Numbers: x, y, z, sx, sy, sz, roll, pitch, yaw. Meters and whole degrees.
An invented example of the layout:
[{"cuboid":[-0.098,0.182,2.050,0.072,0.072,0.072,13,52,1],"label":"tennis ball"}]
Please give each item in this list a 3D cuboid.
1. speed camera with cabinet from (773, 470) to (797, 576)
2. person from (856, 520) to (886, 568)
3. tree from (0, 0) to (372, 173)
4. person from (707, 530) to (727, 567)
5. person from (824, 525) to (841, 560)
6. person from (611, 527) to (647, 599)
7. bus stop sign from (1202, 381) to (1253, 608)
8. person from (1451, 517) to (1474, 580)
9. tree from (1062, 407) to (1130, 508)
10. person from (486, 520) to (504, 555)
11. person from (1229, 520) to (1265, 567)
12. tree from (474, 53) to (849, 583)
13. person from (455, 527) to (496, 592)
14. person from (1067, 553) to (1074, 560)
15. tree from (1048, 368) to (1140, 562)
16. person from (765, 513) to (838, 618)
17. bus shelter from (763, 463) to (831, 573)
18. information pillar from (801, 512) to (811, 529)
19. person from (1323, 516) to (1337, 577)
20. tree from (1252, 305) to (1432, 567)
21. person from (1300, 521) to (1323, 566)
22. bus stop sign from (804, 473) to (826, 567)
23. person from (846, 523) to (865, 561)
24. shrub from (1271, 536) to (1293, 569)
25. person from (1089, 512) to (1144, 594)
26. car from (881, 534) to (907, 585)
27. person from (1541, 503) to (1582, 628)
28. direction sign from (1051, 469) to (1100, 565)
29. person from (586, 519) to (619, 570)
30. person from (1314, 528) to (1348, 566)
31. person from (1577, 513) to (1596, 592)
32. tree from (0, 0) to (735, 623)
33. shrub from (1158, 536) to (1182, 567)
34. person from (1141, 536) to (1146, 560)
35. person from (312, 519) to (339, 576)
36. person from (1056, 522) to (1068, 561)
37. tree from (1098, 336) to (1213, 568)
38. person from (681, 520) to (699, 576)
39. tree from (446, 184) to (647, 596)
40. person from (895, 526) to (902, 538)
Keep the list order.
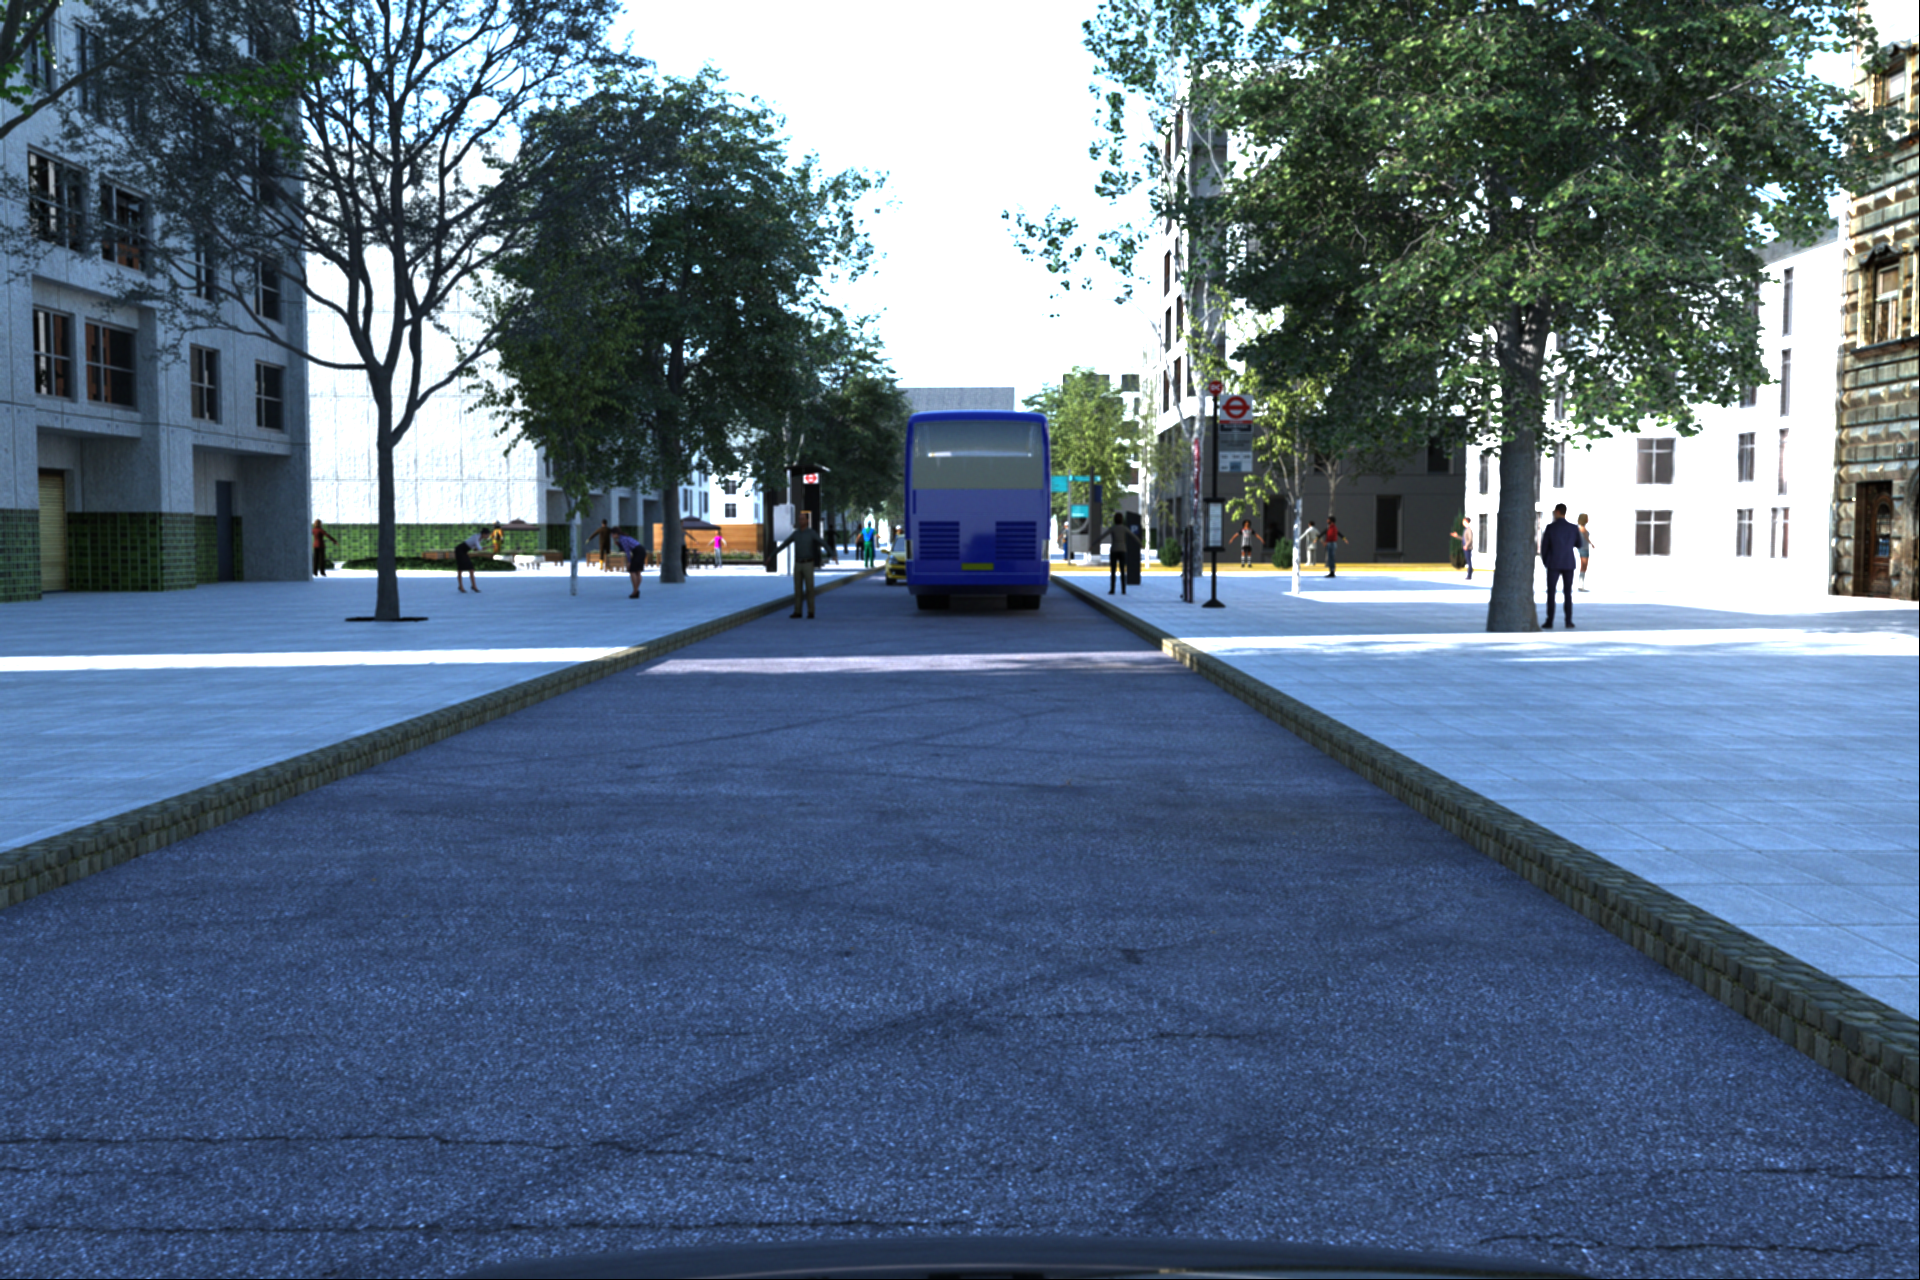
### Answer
[{"cuboid":[-5.459,-3.667,54.285,0.660,3.252,2.038,0,4,1],"label":"speed camera with cabinet"},{"cuboid":[-3.399,-3.624,65.386,1.347,1.817,0.704,2,4,29],"label":"person"},{"cuboid":[-8.455,-5.380,13.713,9.928,11.665,9.643,0,3,0],"label":"tree"},{"cuboid":[-9.372,-3.522,66.854,0.991,1.433,0.599,2,4,33],"label":"person"},{"cuboid":[-6.304,-4.734,84.114,1.216,1.740,0.721,-2,4,-28],"label":"person"},{"cuboid":[-6.591,-1.542,34.482,0.697,1.427,0.421,0,4,-7],"label":"person"},{"cuboid":[4.665,-2.539,30.220,0.855,3.939,0.416,0,4,1],"label":"bus stop sign"},{"cuboid":[13.953,-2.543,48.154,0.750,1.759,0.617,2,4,29],"label":"person"},{"cuboid":[7.888,-9.165,100.209,4.360,8.622,3.978,0,3,0],"label":"tree"},{"cuboid":[-19.022,-3.995,71.090,0.705,1.858,1.354,-3,5,-43],"label":"person"},{"cuboid":[11.095,-3.723,67.013,1.345,1.843,0.704,0,4,2],"label":"person"},{"cuboid":[-7.711,-8.482,45.335,9.857,13.997,8.962,0,3,0],"label":"tree"},{"cuboid":[-10.685,-1.766,38.112,0.799,1.438,0.628,-2,4,-34],"label":"person"},{"cuboid":[5.556,-4.936,86.897,0.705,1.806,1.347,-2,4,-24],"label":"person"},{"cuboid":[5.812,-7.698,76.222,4.737,8.622,4.395,0,3,0],"label":"tree"},{"cuboid":[-2.674,-1.273,29.547,1.348,1.796,0.705,1,4,18],"label":"person"},{"cuboid":[-5.641,-4.228,60.416,1.731,3.624,6.357,0,4,1],"label":"bus shelter"},{"cuboid":[-5.010,-3.183,56.536,0.304,2.012,0.304,0,4,1],"label":"information pillar"},{"cuboid":[10.989,-2.768,51.373,0.704,1.816,1.345,1,4,21],"label":"person"},{"cuboid":[14.704,-8.120,67.174,7.601,10.594,8.767,0,4,-5],"label":"tree"},{"cuboid":[14.326,-3.945,70.689,1.347,1.806,0.705,-2,4,-27],"label":"person"},{"cuboid":[-5.709,-4.852,68.037,0.855,3.939,0.416,0,4,2],"label":"bus stop sign"},{"cuboid":[-4.850,-4.759,83.942,1.348,1.813,0.705,-1,4,-13],"label":"person"},{"cuboid":[11.851,-3.191,63.296,1.383,1.207,1.383,0,3,0],"label":"shrub"},{"cuboid":[3.364,-1.853,37.063,1.215,1.744,0.721,-1,4,-9],"label":"person"},{"cuboid":[-1.239,-2.417,49.750,2.015,1.641,3.980,0,3,0],"label":"car"},{"cuboid":[8.205,-1.020,23.646,0.541,1.710,0.530,1,4,15],"label":"person"},{"cuboid":[4.493,-4.994,70.412,2.525,3.948,1.411,0,4,-1],"label":"direction sign"},{"cuboid":[-12.738,-3.425,62.134,1.346,1.812,0.704,-1,4,-9],"label":"person"},{"cuboid":[14.767,-3.858,69.014,1.347,1.837,0.705,0,4,6],"label":"person"},{"cuboid":[13.936,-1.949,38.471,0.721,1.753,1.214,1,4,8],"label":"person"},{"cuboid":[-8.427,-7.032,25.348,12.009,13.543,11.850,0,3,0],"label":"tree"},{"cuboid":[8.178,-3.440,67.356,1.383,1.207,1.383,0,3,0],"label":"shrub"},{"cuboid":[8.705,-4.832,84.778,0.705,1.856,1.354,-2,4,-28],"label":"person"},{"cuboid":[-19.437,-2.803,52.635,1.215,1.729,0.721,1,4,13],"label":"person"},{"cuboid":[5.034,-4.644,81.784,0.705,1.847,1.347,3,5,45],"label":"person"},{"cuboid":[6.866,-7.010,64.980,4.360,8.622,3.978,0,3,0],"label":"tree"},{"cuboid":[-8.535,-2.839,53.222,1.217,1.737,0.721,-3,5,-44],"label":"person"},{"cuboid":[-8.239,-5.224,35.772,4.737,8.622,4.395,0,3,0],"label":"tree"},{"cuboid":[-2.363,-3.737,70.013,0.721,1.772,1.216,1,4,19],"label":"person"}]
